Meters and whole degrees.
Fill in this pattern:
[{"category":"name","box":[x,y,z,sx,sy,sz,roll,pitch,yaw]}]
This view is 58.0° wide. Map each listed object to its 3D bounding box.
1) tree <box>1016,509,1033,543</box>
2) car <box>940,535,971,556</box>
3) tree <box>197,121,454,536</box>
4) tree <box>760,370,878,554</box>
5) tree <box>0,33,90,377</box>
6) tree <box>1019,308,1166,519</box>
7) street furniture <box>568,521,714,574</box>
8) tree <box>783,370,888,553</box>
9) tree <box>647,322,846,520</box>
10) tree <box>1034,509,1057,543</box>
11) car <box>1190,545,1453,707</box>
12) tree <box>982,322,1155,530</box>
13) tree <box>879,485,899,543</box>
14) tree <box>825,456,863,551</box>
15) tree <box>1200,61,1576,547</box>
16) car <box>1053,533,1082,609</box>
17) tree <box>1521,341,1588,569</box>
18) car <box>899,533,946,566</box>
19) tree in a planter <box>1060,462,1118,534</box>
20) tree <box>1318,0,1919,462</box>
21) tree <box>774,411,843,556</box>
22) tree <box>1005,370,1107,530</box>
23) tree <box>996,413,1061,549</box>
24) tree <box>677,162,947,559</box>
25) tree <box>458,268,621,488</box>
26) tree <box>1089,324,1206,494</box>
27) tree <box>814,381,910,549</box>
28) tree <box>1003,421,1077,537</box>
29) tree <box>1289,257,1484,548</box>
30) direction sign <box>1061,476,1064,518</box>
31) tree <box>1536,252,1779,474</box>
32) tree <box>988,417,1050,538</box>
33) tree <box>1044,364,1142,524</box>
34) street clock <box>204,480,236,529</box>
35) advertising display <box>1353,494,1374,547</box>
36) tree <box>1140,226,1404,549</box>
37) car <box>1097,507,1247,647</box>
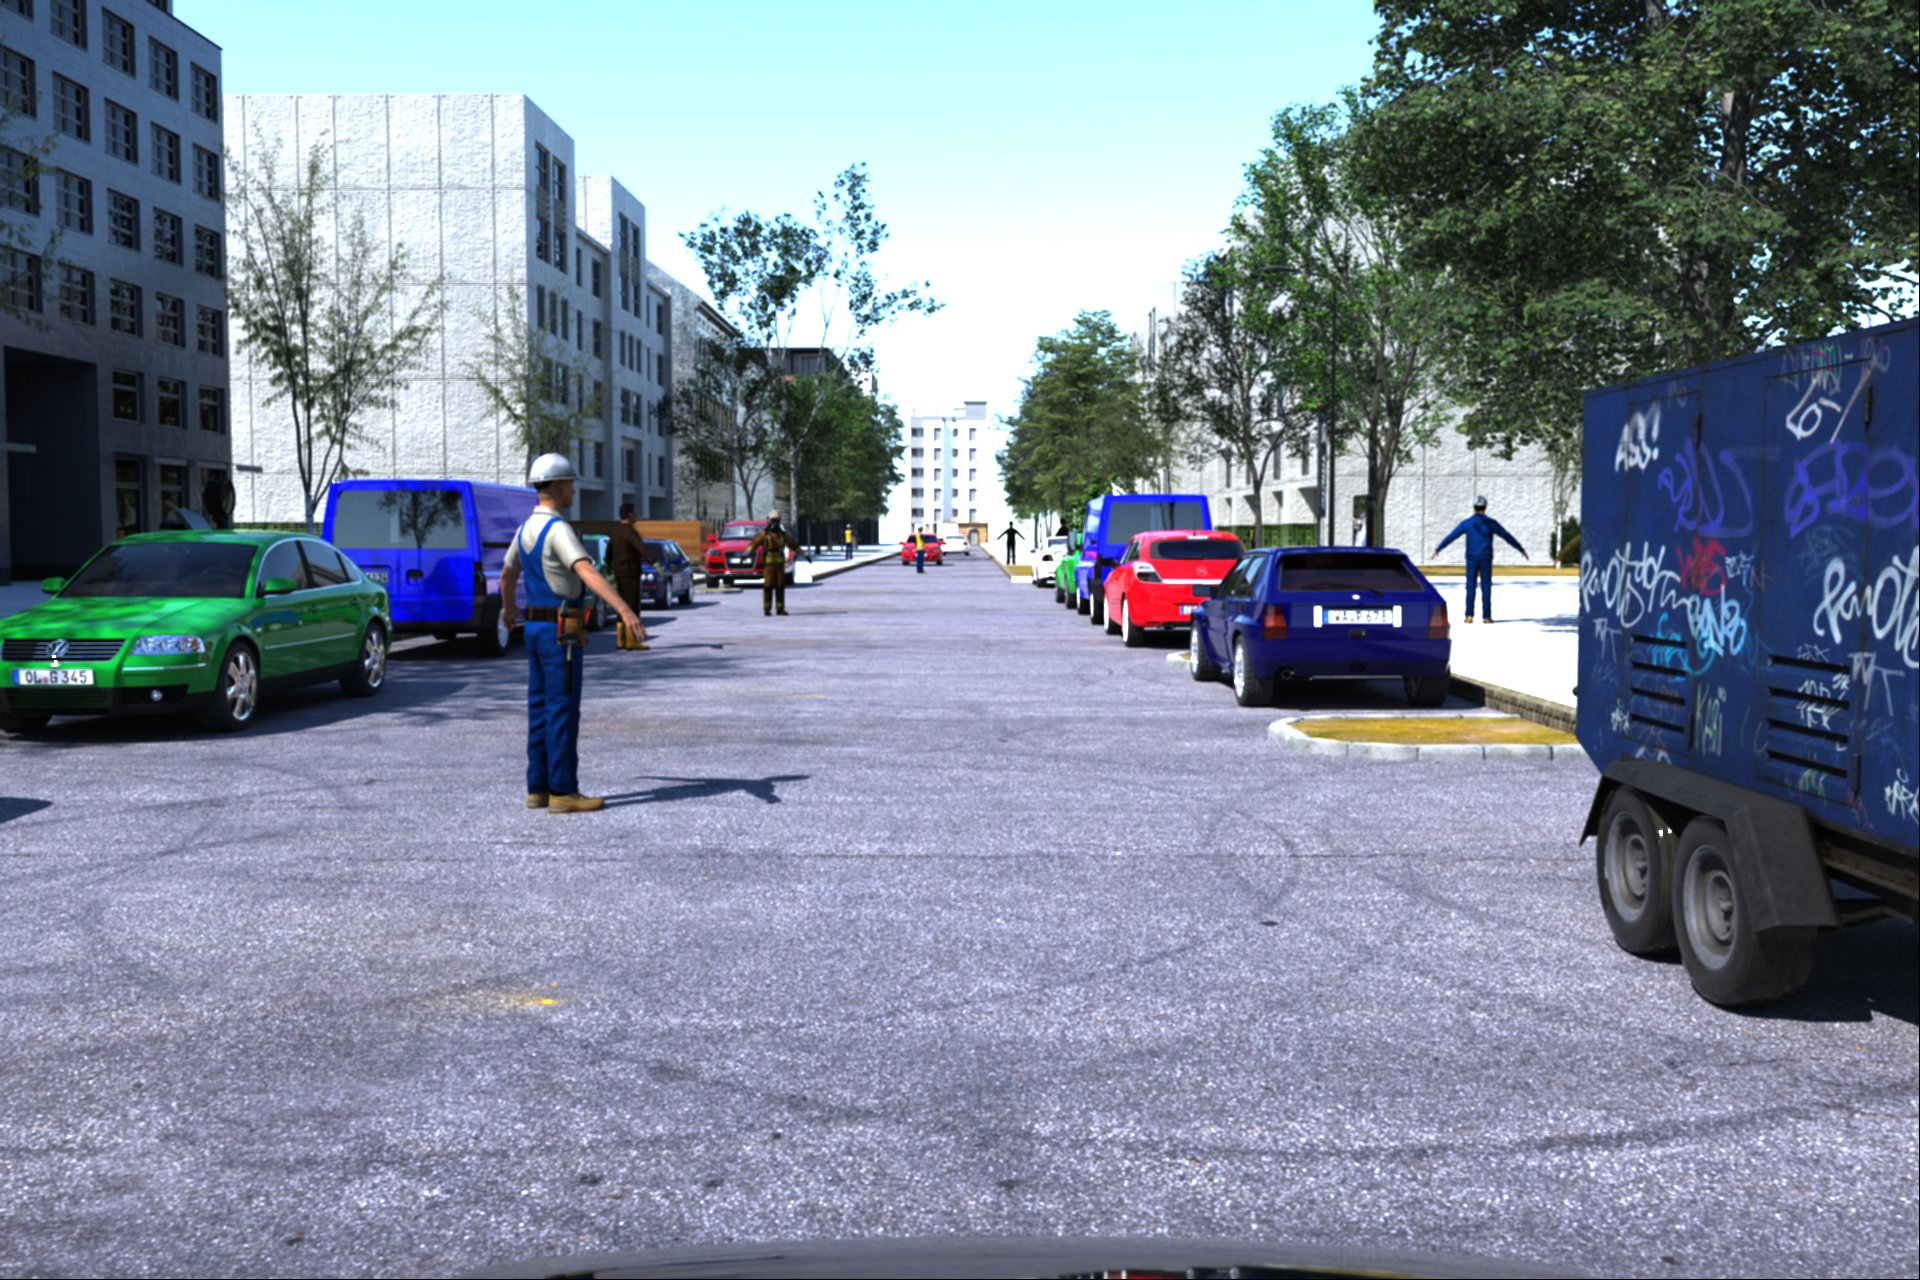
[{"category":"tree","box":[10.158,-18.290,249.397,4.360,8.622,3.978,0,3,0]},{"category":"car","box":[-0.307,-6.271,114.884,2.083,1.381,4.827,0,4,1]},{"category":"tree","box":[-12.136,-4.979,31.771,4.360,8.622,3.978,0,3,0]},{"category":"tree","box":[-9.065,-11.258,109.818,9.928,11.665,9.643,0,3,0]},{"category":"tree","box":[-12.717,-4.249,19.833,4.360,8.622,3.978,0,3,0]},{"category":"tree","box":[6.575,-10.326,86.962,7.486,12.596,7.792,0,3,0]},{"category":"street furniture","box":[-12.461,-3.186,58.943,9.812,1.723,11.010,0,4,5]},{"category":"tree","box":[-8.710,-12.359,120.200,7.486,12.596,7.792,0,3,0]},{"category":"tree","box":[-9.170,-8.664,76.074,8.767,10.594,7.601,-2,4,-24]},{"category":"tree","box":[11.207,-19.362,242.317,9.928,11.665,9.643,0,3,0]},{"category":"car","box":[3.151,-0.192,15.728,1.945,1.354,3.894,0,4,-1]},{"category":"tree","box":[6.462,-11.691,101.511,12.009,13.543,11.850,0,3,0]},{"category":"tree","box":[-10.203,-17.921,243.367,4.360,8.622,3.978,0,3,0]},{"category":"tree","box":[-8.806,-10.935,129.155,4.737,8.622,4.395,0,3,0]},{"category":"tree","box":[9.311,-6.870,38.079,9.928,11.665,9.643,0,3,0]},{"category":"car","box":[2.891,-1.580,34.625,1.959,1.807,4.718,0,4,-1]},{"category":"tree","box":[21.635,-6.891,63.027,4.360,8.622,3.978,0,3,0]},{"category":"car","box":[-1.719,-4.327,79.787,2.155,1.783,4.494,0,4,1]},{"category":"tree in a planter","box":[3.401,-2.807,43.117,1.991,3.239,1.994,0,4,0]},{"category":"tree","box":[9.051,-6.982,20.812,9.857,13.997,8.962,0,3,0]},{"category":"tree","box":[-8.734,-9.157,100.084,4.360,8.622,3.978,0,3,0]},{"category":"tree","box":[6.634,-11.931,113.198,7.486,12.596,7.792,0,3,0]},{"category":"tree","box":[6.702,-13.956,146.314,7.486,12.596,7.792,0,3,0]},{"category":"tree","box":[-7.531,-14.213,88.267,12.611,20.169,13.585,0,3,0]},{"category":"tree","box":[-12.334,-6.025,48.871,4.360,8.622,3.978,0,3,0]},{"category":"tree","box":[7.219,-6.705,59.985,4.360,8.622,3.978,0,3,0]},{"category":"tree","box":[-8.959,-14.579,145.023,9.857,13.997,8.962,0,3,0]},{"category":"tree","box":[6.687,-11.510,122.603,7.601,10.594,8.767,-1,4,-17]},{"category":"tree","box":[15.479,-8.384,62.840,9.928,11.665,9.643,0,3,0]},{"category":"direction sign","box":[4.018,-4.642,67.897,0.379,3.537,0.876,0,4,-1]},{"category":"tree","box":[22.317,-7.321,54.109,8.767,10.594,7.601,0,4,3]},{"category":"tree","box":[6.536,-12.156,133.156,7.601,10.594,8.767,3,4,37]},{"category":"tree","box":[6.272,-7.608,74.751,4.360,8.622,3.978,0,3,0]},{"category":"street clock","box":[-9.845,-1.132,23.085,0.358,2.002,0.471,0,4,0]},{"category":"advertising display","box":[6.653,-1.431,28.606,0.123,1.923,0.974,0,3,0]},{"category":"tree","box":[9.100,-7.177,51.754,8.767,10.594,7.601,1,4,21]},{"category":"car","box":[2.966,-0.879,23.405,2.155,1.783,4.494,0,4,0]}]
